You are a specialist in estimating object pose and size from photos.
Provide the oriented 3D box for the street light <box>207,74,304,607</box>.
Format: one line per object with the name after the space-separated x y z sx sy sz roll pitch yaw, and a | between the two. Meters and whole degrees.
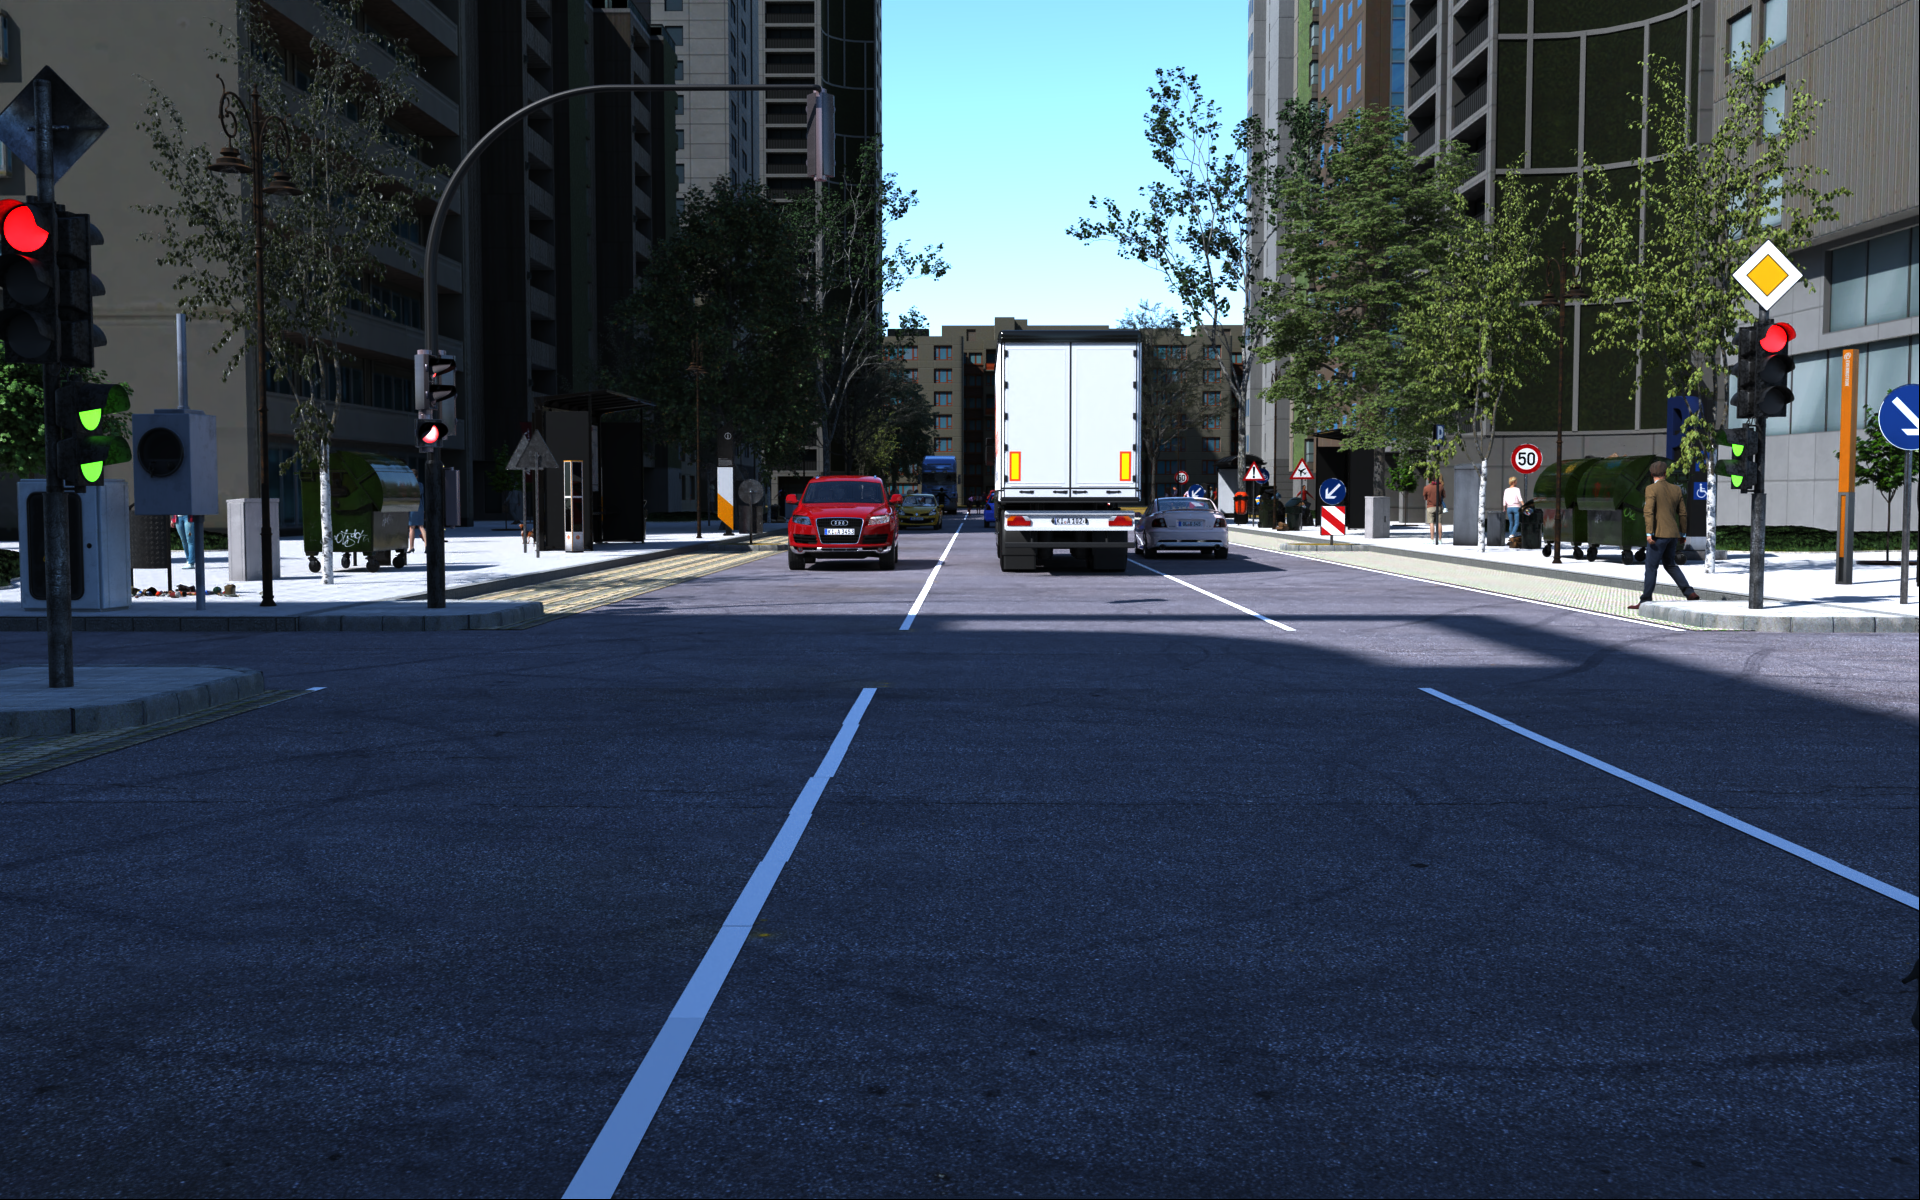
-7.926 -2.867 19.661 0.468 5.910 1.993 0 4 1 | street light

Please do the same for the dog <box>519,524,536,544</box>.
-11.154 -1.702 44.659 0.540 0.507 0.406 0 4 3 | dog

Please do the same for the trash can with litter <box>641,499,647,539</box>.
-9.210 -2.280 48.661 0.624 1.170 1.055 -2 4 -35 | trash can with litter

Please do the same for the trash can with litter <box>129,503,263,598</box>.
-9.853 -0.654 21.750 2.233 1.210 1.678 0 4 3 | trash can with litter

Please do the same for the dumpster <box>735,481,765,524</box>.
-8.709 -3.974 70.729 1.264 1.857 1.865 0 4 1 | dumpster

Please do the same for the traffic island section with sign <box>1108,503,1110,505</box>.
10.026 -6.880 121.115 1.989 1.847 2.006 0 4 1 | traffic island section with sign

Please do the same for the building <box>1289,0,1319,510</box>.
30.588 -26.872 122.950 14.154 41.232 14.086 0 4 1 | building

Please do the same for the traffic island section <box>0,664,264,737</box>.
-6.006 0.657 11.546 2.009 0.180 2.903 0 4 1 | traffic island section

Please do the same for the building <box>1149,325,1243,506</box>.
35.334 -21.881 202.792 28.899 21.520 27.650 0 4 1 | building

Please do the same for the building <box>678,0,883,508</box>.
-19.691 -46.472 198.066 20.611 71.187 20.563 0 4 1 | building

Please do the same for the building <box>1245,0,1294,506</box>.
34.566 -36.836 144.269 21.231 58.520 28.212 0 4 1 | building

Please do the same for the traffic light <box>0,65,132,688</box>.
-5.966 -1.375 11.410 0.839 4.253 0.868 0 4 1 | traffic light

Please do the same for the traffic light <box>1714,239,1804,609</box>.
8.880 -1.855 19.253 0.839 4.253 0.868 0 4 1 | traffic light

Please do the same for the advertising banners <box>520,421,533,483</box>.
-10.164 -2.828 42.426 0.090 3.025 2.074 1 4 20 | advertising banners

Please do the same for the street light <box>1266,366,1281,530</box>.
11.393 -5.493 62.591 0.468 5.910 1.993 0 4 1 | street light

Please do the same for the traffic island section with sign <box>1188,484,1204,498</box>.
9.476 -3.812 70.954 1.989 1.847 2.006 0 4 1 | traffic island section with sign

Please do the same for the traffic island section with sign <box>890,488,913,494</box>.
-4.499 -6.890 121.280 1.989 1.847 2.006 0 4 1 | traffic island section with sign

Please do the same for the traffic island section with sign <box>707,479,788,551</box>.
-5.327 -2.175 44.184 1.989 1.847 2.006 0 4 1 | traffic island section with sign

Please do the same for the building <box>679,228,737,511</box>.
-31.701 -17.032 123.510 27.650 21.520 28.899 0 4 1 | building

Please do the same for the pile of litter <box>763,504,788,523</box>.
-8.240 -3.865 77.156 1.719 0.858 1.176 1 4 8 | pile of litter

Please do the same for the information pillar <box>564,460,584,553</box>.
-8.459 -2.046 37.942 0.304 2.012 0.304 -3 5 -45 | information pillar

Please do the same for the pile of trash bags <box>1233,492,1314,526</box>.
12.740 -3.707 70.360 3.447 1.369 1.912 2 4 31 | pile of trash bags

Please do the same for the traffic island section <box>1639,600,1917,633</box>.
8.920 0.178 19.367 2.009 0.180 2.903 0 4 1 | traffic island section

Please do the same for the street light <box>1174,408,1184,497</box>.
11.782 -7.380 93.447 0.468 5.910 1.993 0 4 1 | street light

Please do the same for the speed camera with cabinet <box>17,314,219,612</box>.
-9.252 -1.509 19.000 2.038 3.252 0.660 0 4 7 | speed camera with cabinet

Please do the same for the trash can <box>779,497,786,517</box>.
-9.062 -4.778 89.778 0.748 1.137 0.748 0 3 0 | trash can

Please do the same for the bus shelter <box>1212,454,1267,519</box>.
14.476 -5.874 89.962 2.014 3.302 5.546 0 4 0 | bus shelter

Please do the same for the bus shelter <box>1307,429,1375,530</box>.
14.455 -4.513 65.063 1.731 3.624 6.357 0 4 1 | bus shelter

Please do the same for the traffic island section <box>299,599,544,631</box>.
-5.920 0.168 19.530 2.009 0.180 2.903 0 4 1 | traffic island section

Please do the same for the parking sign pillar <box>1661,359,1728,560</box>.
14.368 -2.790 34.089 1.447 3.967 1.447 0 4 1 | parking sign pillar

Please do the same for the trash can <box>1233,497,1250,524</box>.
12.007 -3.809 73.937 0.748 1.137 0.748 0 3 0 | trash can

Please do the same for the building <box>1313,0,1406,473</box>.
30.691 -28.043 108.617 14.600 45.320 14.200 0 4 1 | building

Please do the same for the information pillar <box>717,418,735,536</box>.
-7.224 -3.795 53.395 0.504 3.616 0.183 -1 4 -14 | information pillar

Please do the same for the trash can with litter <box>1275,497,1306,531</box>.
11.472 -2.983 60.165 1.055 1.170 0.624 -3 5 -40 | trash can with litter

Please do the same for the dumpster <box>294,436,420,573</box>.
-10.083 -1.621 28.996 1.502 2.255 1.985 0 4 1 | dumpster

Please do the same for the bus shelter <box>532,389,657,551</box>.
-8.759 -3.103 42.010 1.731 3.624 6.357 0 4 1 | bus shelter

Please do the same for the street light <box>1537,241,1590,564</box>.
11.036 -3.611 31.836 0.468 5.910 1.993 0 4 1 | street light

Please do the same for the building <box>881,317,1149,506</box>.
6.008 -21.917 203.388 28.899 21.520 27.650 0 4 1 | building

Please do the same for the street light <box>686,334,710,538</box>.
-7.587 -4.735 50.209 0.468 5.910 1.993 0 4 1 | street light

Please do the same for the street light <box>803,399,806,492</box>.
-7.276 -6.604 80.757 0.468 5.910 1.993 0 4 1 | street light

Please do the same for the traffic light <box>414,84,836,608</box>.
-3.788 -2.736 19.408 4.771 5.953 1.251 0 4 1 | traffic light

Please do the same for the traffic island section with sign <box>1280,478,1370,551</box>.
9.195 -2.161 43.964 1.989 1.847 2.006 0 4 1 | traffic island section with sign

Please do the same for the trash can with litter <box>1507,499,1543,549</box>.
13.261 -1.796 40.751 0.624 1.170 1.055 -1 4 -19 | trash can with litter
